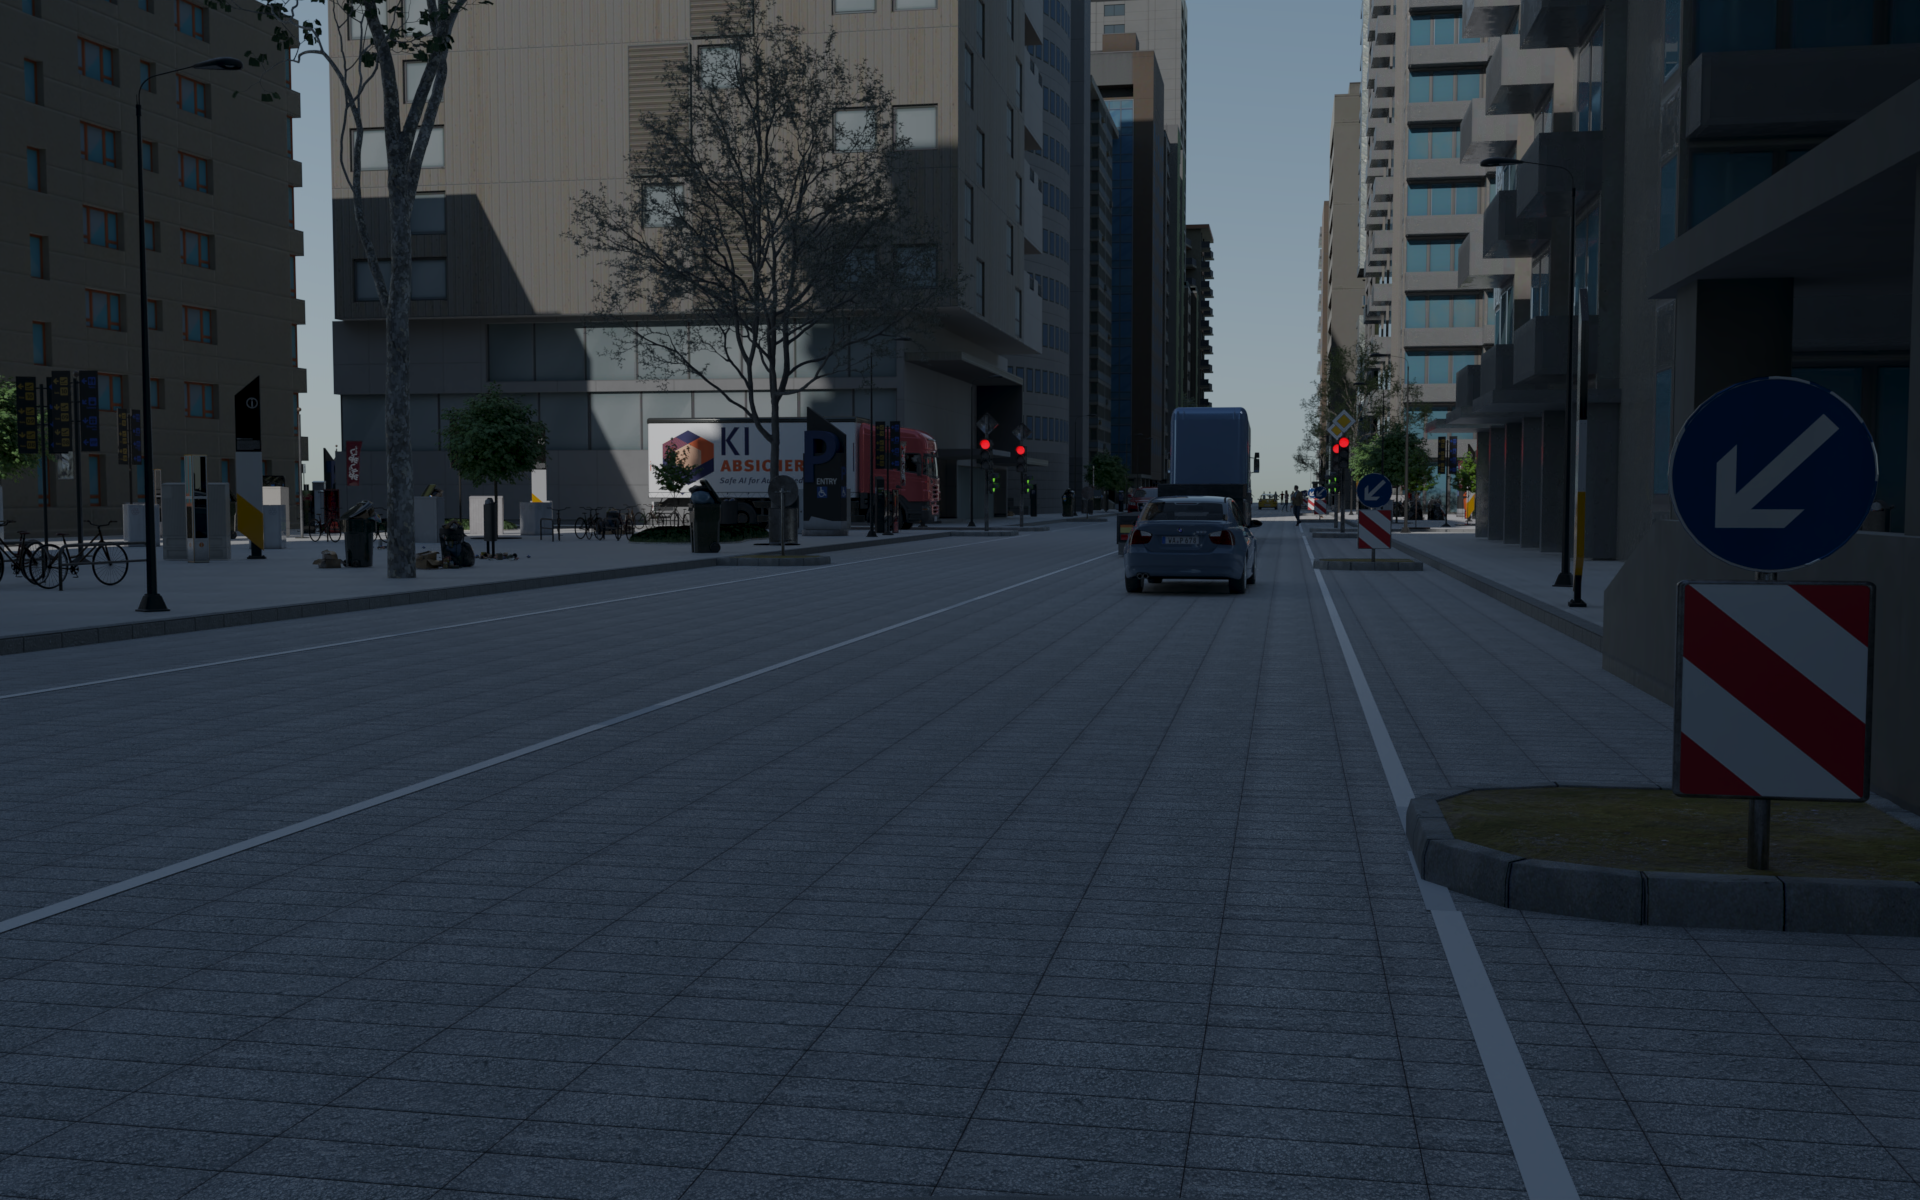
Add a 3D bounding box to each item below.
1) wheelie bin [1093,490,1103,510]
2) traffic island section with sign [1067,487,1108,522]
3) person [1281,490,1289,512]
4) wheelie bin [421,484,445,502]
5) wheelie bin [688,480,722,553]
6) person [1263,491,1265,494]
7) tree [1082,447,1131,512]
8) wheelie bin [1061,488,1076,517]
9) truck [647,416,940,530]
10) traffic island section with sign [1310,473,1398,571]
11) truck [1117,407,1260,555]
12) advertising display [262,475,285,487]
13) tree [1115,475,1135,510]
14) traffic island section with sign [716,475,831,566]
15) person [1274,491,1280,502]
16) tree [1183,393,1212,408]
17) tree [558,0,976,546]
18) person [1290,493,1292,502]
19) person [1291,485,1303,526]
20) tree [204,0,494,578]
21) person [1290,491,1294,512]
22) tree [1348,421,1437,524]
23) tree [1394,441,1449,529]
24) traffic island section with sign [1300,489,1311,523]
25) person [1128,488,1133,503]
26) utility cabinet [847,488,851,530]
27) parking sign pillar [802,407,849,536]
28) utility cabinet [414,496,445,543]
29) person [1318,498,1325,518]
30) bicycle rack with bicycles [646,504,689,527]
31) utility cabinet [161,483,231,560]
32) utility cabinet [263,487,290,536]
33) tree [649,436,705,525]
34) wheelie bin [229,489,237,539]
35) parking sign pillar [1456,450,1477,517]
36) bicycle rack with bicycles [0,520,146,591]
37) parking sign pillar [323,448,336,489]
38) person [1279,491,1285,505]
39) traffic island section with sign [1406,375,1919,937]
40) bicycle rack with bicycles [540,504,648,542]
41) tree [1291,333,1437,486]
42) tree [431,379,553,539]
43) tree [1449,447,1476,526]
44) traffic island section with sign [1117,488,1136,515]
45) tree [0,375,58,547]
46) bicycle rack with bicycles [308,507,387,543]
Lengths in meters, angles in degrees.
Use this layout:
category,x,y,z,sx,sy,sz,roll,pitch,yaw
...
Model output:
category,x,y,z,sx,sy,sz,roll,pitch,yaw
wheelie bin,10.710,-7.828,135.897,0.980,1.594,0.693,0,4,-1
traffic island section with sign,6.643,-4.983,90.093,1.989,1.847,2.006,1,4,11
person,25.913,-7.880,137.929,0.643,1.750,0.593,1,4,21
wheelie bin,-16.757,-2.880,54.992,0.693,1.594,0.980,-2,4,-35
wheelie bin,-5.580,-1.828,37.800,0.693,1.594,0.980,-1,4,-20
person,41.648,-13.988,237.218,1.348,1.822,0.705,0,4,4
tree,10.330,-8.447,121.825,4.285,4.588,4.351,0,3,0
wheelie bin,6.126,-5.491,97.692,0.693,1.594,0.980,1,4,17
truck,-5.770,-4.593,64.005,11.283,4.237,2.839,1,4,9
traffic island section with sign,7.824,-1.511,33.326,1.989,1.847,2.006,1,4,11
truck,6.568,-3.562,47.991,2.967,4.110,18.799,1,4,11
advertising display,-23.766,-3.333,59.703,0.974,1.923,0.123,-1,4,-16
tree,12.872,-8.778,138.116,1.663,3.219,1.824,0,3,0
traffic island section with sign,-3.720,-1.633,35.326,1.989,1.847,2.006,1,4,11
person,34.716,-11.065,190.135,0.721,1.736,1.217,-3,5,-42
tree,28.279,-18.968,216.777,9.857,13.997,8.962,0,3,0
tree,-4.711,-8.102,42.831,12.009,13.543,11.850,0,3,0
person,50.981,-15.685,266.426,0.415,1.643,0.593,2,4,33
person,15.200,-4.262,78.091,0.656,1.842,0.836,2,4,29
tree,-7.504,-10.464,26.978,12.611,20.169,13.585,0,3,0
person,26.859,-7.963,139.700,0.512,1.701,0.522,1,4,13
tree,19.207,-5.629,75.748,4.285,4.588,4.351,0,3,0
tree,16.725,-4.236,63.866,1.663,3.219,1.824,0,3,0
traffic island section with sign,18.062,-4.821,87.448,1.989,1.847,2.006,1,4,11
person,9.668,-5.425,97.375,0.526,1.800,0.537,3,4,36
utility cabinet,-4.248,-3.201,61.007,0.318,1.500,1.173,2,4,25
parking sign pillar,-4.142,-3.951,53.069,1.447,3.967,1.447,1,4,22
utility cabinet,-14.049,-2.107,45.614,1.020,1.237,0.306,2,4,26
person,21.457,-5.728,102.708,0.362,1.759,0.519,3,5,40
bicycle rack with bicycles,-11.126,-2.950,61.620,2.852,0.926,2.925,-2,4,-32
utility cabinet,-14.785,-1.520,33.527,1.173,1.500,0.318,0,4,-7
utility cabinet,-20.673,-2.658,52.141,1.173,1.500,0.318,2,4,33
tree,-9.699,-3.887,58.151,1.663,3.219,1.824,0,3,0
wheelie bin,-20.987,-2.529,49.253,0.980,1.594,0.693,3,5,44
parking sign pillar,28.442,-6.612,96.585,1.447,3.967,1.447,0,4,3
bicycle rack with bicycles,-12.750,-0.640,23.852,2.852,0.926,2.925,1,4,14
parking sign pillar,-36.725,-6.904,101.357,1.447,3.967,1.447,0,4,7
person,41.448,-13.114,222.875,1.348,1.831,0.705,0,4,-5
traffic island section with sign,2.770,0.123,6.617,1.989,1.847,2.006,1,4,11
bicycle rack with bicycles,-10.465,-2.119,48.031,2.852,0.926,2.925,-1,4,-23
tree,23.383,-10.105,99.633,8.767,10.594,7.601,2,4,24
tree,-13.390,-4.026,49.540,4.285,4.588,4.351,0,3,0
tree,20.865,-4.656,70.720,1.663,3.219,1.824,0,3,0
traffic island section with sign,11.656,-6.603,116.579,1.989,1.847,2.006,1,4,11
tree,-23.825,-3.582,42.276,4.285,4.588,4.351,0,3,0
bicycle rack with bicycles,-15.724,-2.014,46.314,2.852,0.926,2.925,-3,5,-44
